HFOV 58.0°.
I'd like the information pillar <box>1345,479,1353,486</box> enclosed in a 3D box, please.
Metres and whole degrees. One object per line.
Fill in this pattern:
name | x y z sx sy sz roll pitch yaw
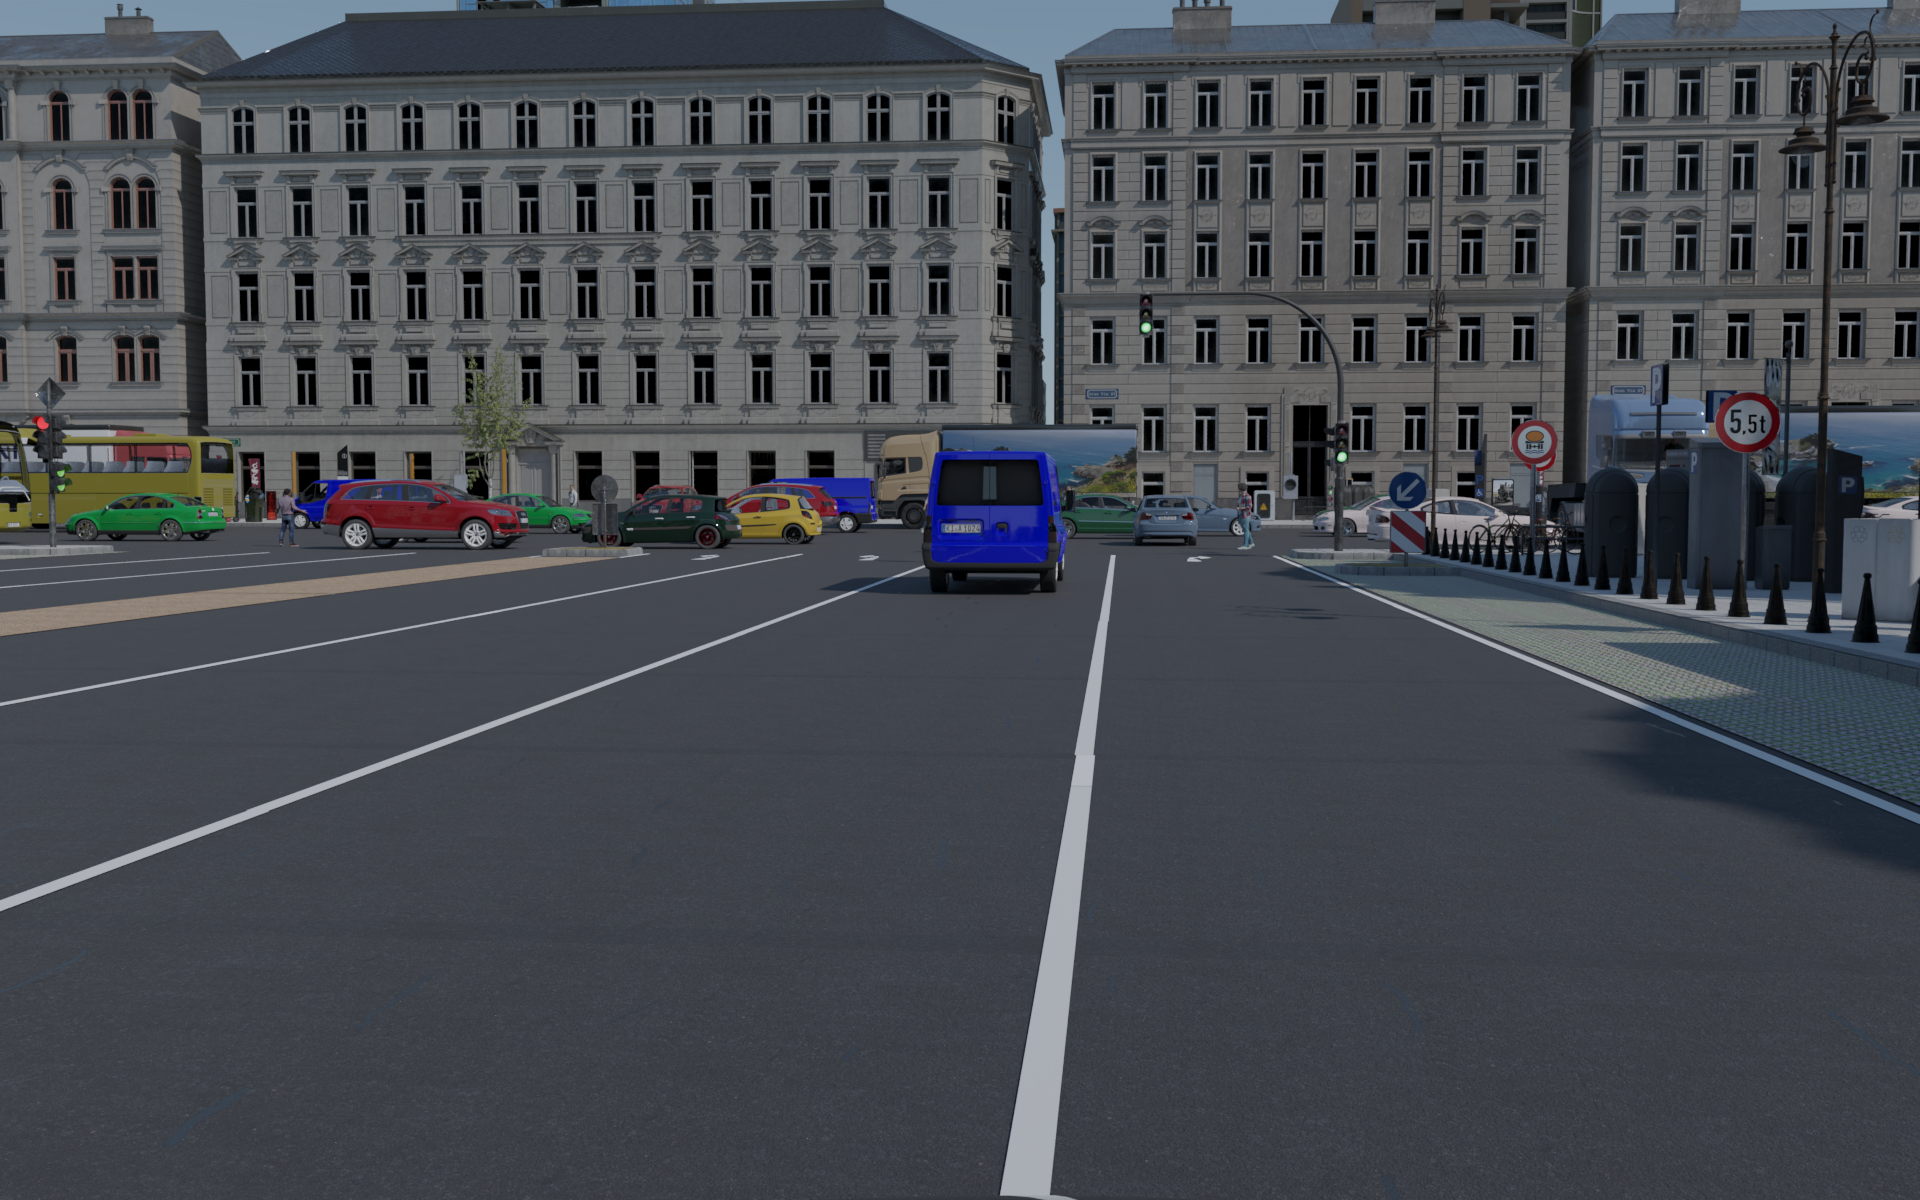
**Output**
information pillar | 18.536 -4.780 82.639 0.304 2.012 0.304 0 4 -5

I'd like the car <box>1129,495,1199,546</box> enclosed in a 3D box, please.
car | 5.826 -2.287 49.400 2.014 1.417 4.499 0 4 5

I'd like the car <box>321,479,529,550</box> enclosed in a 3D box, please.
car | -13.968 -2.246 45.387 5.304 1.827 2.281 0 4 4

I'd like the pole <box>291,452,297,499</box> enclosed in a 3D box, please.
pole | -32.010 -5.467 83.236 0.158 3.312 0.155 0 3 0

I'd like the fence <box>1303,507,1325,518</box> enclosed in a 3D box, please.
fence | 17.262 -4.121 82.761 2.069 0.683 0.278 -1 4 -19

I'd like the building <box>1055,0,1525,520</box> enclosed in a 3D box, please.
building | 17.676 -17.894 89.830 25.104 27.353 12.463 0 4 5

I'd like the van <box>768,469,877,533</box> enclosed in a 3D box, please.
van | -5.745 -3.681 64.575 5.245 2.365 2.240 0 4 3

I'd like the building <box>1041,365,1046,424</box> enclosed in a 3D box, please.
building | -2.125 -25.380 260.008 28.899 21.520 27.650 0 4 5

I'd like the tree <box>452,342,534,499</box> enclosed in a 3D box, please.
tree | -22.995 -8.220 84.765 4.737 8.622 4.395 0 3 0

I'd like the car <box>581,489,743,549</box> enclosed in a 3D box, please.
car | -7.862 -2.200 45.760 4.222 1.686 2.009 0 4 4

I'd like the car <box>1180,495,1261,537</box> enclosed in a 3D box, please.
car | 8.038 -2.889 59.245 4.499 1.417 2.014 0 4 6

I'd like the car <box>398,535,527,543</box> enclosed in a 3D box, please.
car | -15.089 -2.406 51.345 4.499 1.417 2.014 0 4 6

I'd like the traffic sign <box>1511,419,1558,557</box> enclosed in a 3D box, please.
traffic sign | 9.824 -1.808 29.674 0.768 2.556 0.104 1 4 15

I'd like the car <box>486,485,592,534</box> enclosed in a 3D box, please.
car | -15.569 -3.310 62.916 4.718 1.807 1.959 0 4 7

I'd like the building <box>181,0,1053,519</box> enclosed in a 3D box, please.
building | -17.280 -19.541 95.916 44.131 29.872 17.030 0 4 5

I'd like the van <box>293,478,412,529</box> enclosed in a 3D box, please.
van | -25.109 -4.099 71.397 5.245 2.365 2.240 0 4 6

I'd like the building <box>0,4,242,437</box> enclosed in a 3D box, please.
building | -51.504 -18.981 97.722 23.554 28.519 14.401 0 4 5

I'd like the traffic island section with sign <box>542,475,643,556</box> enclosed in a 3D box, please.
traffic island section with sign | -8.545 -1.996 40.774 2.006 1.907 1.989 0 4 5

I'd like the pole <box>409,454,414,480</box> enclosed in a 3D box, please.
pole | -27.629 -5.718 87.335 0.158 3.312 0.155 0 3 0

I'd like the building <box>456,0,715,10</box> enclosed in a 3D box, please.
building | -38.042 -52.992 179.090 31.000 86.520 22.319 0 4 5

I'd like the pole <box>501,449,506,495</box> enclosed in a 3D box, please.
pole | -20.660 -5.177 78.484 0.158 3.312 0.155 0 3 0

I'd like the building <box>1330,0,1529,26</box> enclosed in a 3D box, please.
building | 39.083 -30.406 147.254 14.600 45.320 14.200 0 4 5

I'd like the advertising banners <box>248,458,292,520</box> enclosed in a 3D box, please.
advertising banners | -33.864 -5.445 85.207 2.074 3.025 0.090 -1 4 -15

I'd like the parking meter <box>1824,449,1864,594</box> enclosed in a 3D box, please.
parking meter | 11.422 -1.019 22.372 0.399 1.863 0.255 1 4 8

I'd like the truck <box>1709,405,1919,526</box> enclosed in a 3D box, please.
truck | 27.135 -4.120 56.272 11.283 4.237 2.839 0 4 7

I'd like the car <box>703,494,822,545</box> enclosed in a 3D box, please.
car | -6.002 -2.433 50.002 3.980 1.641 2.015 0 4 7

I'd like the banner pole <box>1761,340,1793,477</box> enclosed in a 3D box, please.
banner pole | 13.293 -2.334 28.172 0.863 3.779 0.401 -2 4 -30

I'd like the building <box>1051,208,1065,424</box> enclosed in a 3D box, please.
building | 26.416 -36.677 254.295 28.867 44.769 22.147 0 4 5

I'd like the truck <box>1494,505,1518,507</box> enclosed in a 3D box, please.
truck | 26.436 -4.649 65.773 18.799 4.110 2.967 0 4 4

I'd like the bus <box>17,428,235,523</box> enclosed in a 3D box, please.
bus | -33.782 -4.518 65.416 12.252 3.916 2.896 0 4 7

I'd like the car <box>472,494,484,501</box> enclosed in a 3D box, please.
car | -17.128 -2.822 55.919 4.222 1.686 2.009 0 4 4

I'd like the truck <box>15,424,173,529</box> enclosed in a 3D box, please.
truck | -36.289 -5.030 71.146 11.283 4.237 2.839 0 4 6

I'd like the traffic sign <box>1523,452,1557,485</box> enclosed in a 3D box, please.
traffic sign | 13.182 -2.409 39.499 0.768 2.556 0.104 0 4 7

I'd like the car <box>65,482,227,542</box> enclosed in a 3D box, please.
car | -25.014 -2.711 53.113 4.718 1.807 1.959 0 4 7

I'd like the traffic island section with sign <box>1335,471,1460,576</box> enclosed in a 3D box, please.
traffic island section with sign | 7.799 -1.374 31.098 1.989 1.847 2.006 0 4 5

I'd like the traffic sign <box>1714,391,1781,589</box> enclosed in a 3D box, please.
traffic sign | 9.761 -1.311 21.536 0.768 2.556 0.104 1 4 13

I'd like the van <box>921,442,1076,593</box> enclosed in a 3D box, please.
van | 0.639 -1.377 26.903 2.240 2.365 5.245 0 4 5

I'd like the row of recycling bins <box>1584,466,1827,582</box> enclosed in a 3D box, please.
row of recycling bins | 11.275 -1.165 26.155 3.534 1.692 1.069 2 4 28

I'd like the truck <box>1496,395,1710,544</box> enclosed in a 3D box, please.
truck | 18.828 -3.853 52.755 2.967 4.110 18.799 0 4 6

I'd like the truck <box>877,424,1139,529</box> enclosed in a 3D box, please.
truck | 1.638 -5.024 71.062 11.283 4.237 2.839 0 4 6

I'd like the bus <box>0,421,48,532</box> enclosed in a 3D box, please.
bus | -32.861 -3.557 49.710 12.252 3.916 2.896 0 4 4

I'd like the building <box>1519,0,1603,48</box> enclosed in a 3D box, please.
building | 79.842 -49.466 247.015 20.611 71.187 20.563 0 4 5

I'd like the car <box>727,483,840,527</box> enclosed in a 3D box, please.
car | -6.904 -3.202 61.032 5.304 1.827 2.281 0 4 4

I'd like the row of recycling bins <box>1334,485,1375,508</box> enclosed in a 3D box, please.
row of recycling bins | 17.514 -4.260 76.761 1.069 1.692 3.534 2 4 35

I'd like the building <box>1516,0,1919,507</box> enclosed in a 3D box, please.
building | 42.628 -17.723 87.033 25.104 27.353 12.463 0 4 5

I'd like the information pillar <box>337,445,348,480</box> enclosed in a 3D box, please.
information pillar | -28.954 -5.502 81.317 0.504 3.616 0.183 -1 4 -21

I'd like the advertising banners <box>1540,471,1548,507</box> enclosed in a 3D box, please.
advertising banners | 27.823 -5.218 81.495 2.074 3.025 0.090 -2 4 -29

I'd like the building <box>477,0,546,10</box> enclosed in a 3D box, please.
building | -31.790 -28.318 146.599 14.154 41.232 14.086 0 4 5

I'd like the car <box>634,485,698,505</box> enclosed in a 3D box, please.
car | -12.161 -3.885 72.193 2.281 1.827 5.304 0 4 5

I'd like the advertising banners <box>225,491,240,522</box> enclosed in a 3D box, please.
advertising banners | -33.320 -5.052 78.785 0.090 3.025 2.074 0 4 2

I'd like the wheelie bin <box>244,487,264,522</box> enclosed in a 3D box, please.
wheelie bin | -32.027 -4.328 78.676 0.693 1.594 0.980 1 4 11

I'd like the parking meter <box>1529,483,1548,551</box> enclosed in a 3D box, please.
parking meter | 13.078 -1.881 39.166 0.372 1.533 0.369 0 3 0
